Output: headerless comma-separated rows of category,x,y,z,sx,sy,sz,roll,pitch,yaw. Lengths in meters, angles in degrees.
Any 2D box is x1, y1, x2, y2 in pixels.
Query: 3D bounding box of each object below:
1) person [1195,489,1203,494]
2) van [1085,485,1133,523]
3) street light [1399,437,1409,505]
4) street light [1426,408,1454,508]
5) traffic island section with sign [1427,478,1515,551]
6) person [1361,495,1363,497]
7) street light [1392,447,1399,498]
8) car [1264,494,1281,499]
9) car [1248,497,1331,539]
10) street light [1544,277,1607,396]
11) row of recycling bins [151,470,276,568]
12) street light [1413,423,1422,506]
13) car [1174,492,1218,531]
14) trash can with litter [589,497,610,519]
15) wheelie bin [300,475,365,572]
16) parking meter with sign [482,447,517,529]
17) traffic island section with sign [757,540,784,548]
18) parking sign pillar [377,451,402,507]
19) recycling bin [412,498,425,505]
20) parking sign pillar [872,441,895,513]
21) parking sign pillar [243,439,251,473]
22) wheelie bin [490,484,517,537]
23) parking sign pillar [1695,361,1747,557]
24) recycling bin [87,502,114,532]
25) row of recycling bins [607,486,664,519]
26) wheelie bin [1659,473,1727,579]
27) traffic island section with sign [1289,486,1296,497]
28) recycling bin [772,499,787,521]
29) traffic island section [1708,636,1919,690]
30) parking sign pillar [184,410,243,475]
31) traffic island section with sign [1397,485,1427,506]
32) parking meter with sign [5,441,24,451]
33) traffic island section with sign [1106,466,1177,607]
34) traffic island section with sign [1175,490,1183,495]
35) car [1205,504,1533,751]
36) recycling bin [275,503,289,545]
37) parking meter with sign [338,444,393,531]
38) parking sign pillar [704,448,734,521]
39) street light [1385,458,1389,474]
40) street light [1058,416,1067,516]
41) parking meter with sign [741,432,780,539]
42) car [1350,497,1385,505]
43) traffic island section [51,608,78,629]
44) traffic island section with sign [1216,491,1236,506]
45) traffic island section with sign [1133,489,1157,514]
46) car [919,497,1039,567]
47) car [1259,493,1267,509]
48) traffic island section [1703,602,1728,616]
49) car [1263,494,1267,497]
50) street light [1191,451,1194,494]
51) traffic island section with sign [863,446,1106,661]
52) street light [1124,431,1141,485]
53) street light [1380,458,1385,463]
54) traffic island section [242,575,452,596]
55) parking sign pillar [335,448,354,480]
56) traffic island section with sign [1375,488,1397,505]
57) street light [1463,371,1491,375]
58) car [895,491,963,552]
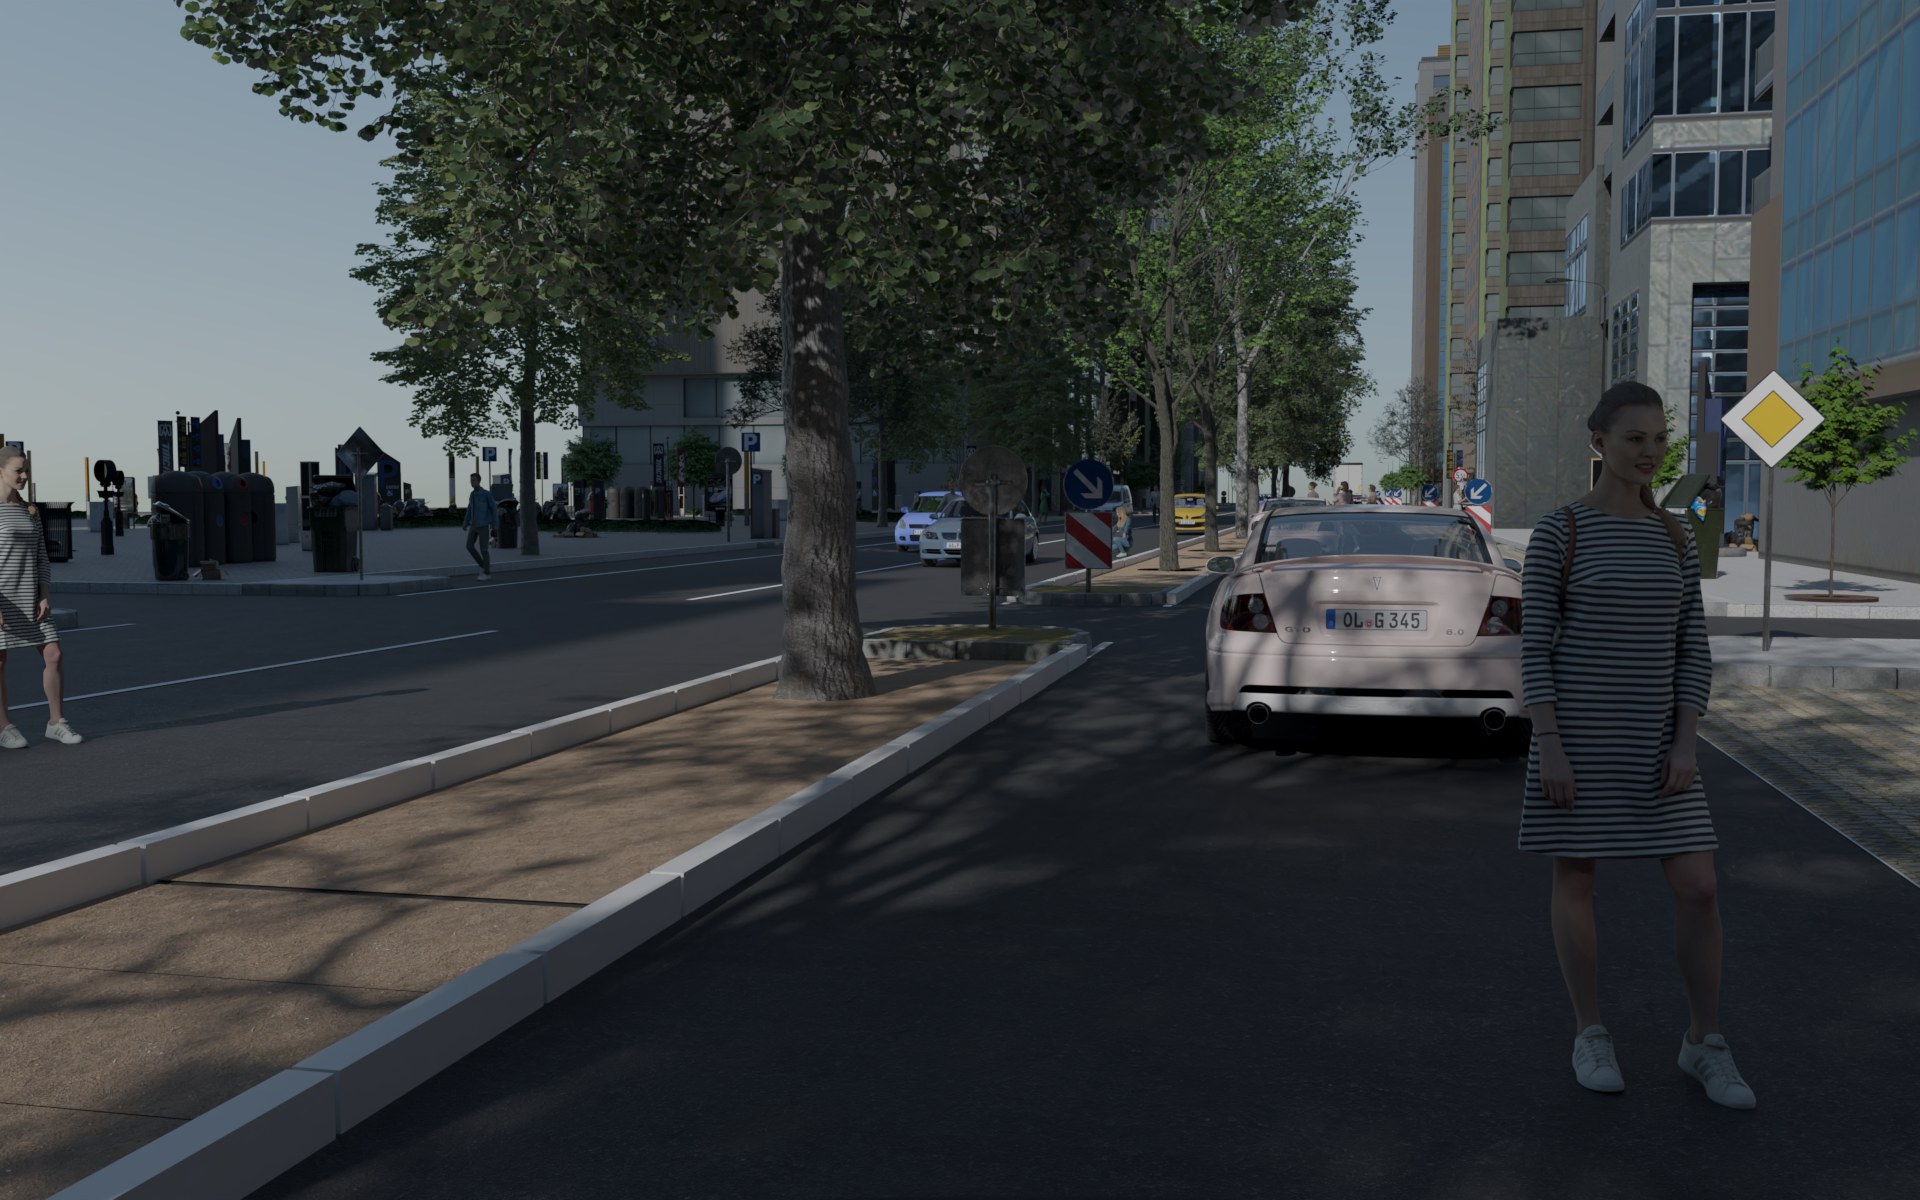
person,15.003,-6.091,108.894,0.742,1.727,0.445,3,4,36
van,6.592,-4.248,76.466,2.013,2.044,4.112,1,4,13
street light,36.717,-10.297,140.897,1.470,5.913,1.316,1,4,13
street light,26.076,-7.412,93.719,1.470,5.913,1.316,1,4,13
traffic island section with sign,13.023,-2.169,44.084,1.989,1.847,2.006,1,4,13
person,56.991,-14.517,246.648,0.742,1.727,0.445,-1,4,-19
street light,43.081,-12.028,169.203,1.470,5.913,1.316,1,4,13
car,25.043,-7.733,138.440,2.014,1.417,4.499,1,4,12
car,7.064,-1.457,36.188,2.083,1.381,4.827,1,4,14
street light,13.194,-3.949,37.106,1.470,5.913,1.316,1,4,13
row of recycling bins,-13.649,-1.502,31.671,1.069,1.692,3.534,0,4,4
street light,30.295,-8.586,112.924,1.470,5.913,1.316,1,4,13
car,8.202,-3.147,61.677,2.015,1.641,3.980,1,4,11
trash can with litter,-17.412,-4.396,83.266,1.055,1.170,0.624,-3,5,-45
wheelie bin,-10.292,-1.262,28.546,0.980,1.594,0.693,0,4,2
parking meter with sign,-16.727,-4.091,63.151,0.543,3.016,1.738,-3,5,-43
traffic island section with sign,-4.230,-2.334,46.796,1.989,1.847,2.006,1,4,13
parking sign pillar,-32.725,-6.779,99.315,1.447,3.967,1.447,-1,4,-20
recycling bin,-31.918,-5.459,101.815,0.722,1.027,0.722,0,4,6
parking sign pillar,-3.845,-6.029,87.048,1.447,3.967,1.447,3,5,40
parking sign pillar,-25.684,-4.483,61.765,1.447,3.967,1.447,-3,4,-36
wheelie bin,-13.706,-2.685,51.807,0.980,1.594,0.693,0,4,-3
parking sign pillar,15.518,-2.893,35.778,1.447,3.967,1.447,2,4,31
recycling bin,-29.023,-2.808,58.459,0.722,1.027,0.722,-2,4,-34
row of recycling bins,-17.005,-5.131,91.002,3.534,1.692,1.069,1,4,21
wheelie bin,11.185,-1.129,26.361,0.693,1.594,0.980,0,4,-7
traffic island section with sign,18.305,-5.398,96.390,2.006,1.907,1.989,1,4,13
recycling bin,-8.685,-4.316,83.116,0.722,1.027,0.722,3,5,42
traffic island section,6.606,0.496,14.164,2.009,0.180,2.903,1,4,13
parking sign pillar,-24.369,-4.124,55.902,1.447,3.967,1.447,1,4,18
traffic island section with sign,18.939,-3.777,70.384,1.989,1.847,2.006,1,4,13
parking meter with sign,-30.942,-3.662,56.129,0.543,3.016,1.738,0,4,-7
traffic island section with sign,1.809,-0.914,23.078,2.006,1.907,1.989,1,4,13
traffic island section with sign,18.919,-8.623,149.609,1.989,1.847,2.006,1,4,13
car,2.600,0.073,11.162,2.083,1.381,4.827,1,4,12
recycling bin,-17.447,-1.913,43.838,0.722,1.027,0.722,-2,4,-31
parking meter with sign,-20.828,-3.944,60.740,1.738,3.016,0.543,0,4,-3
parking sign pillar,-11.593,-5.793,83.180,1.447,3.967,1.447,0,4,6
street light,48.419,-13.486,193.032,1.470,5.913,1.316,1,4,13
street light,6.387,-7.834,100.627,1.470,5.913,1.316,1,4,13
parking meter with sign,-5.694,-3.278,49.862,0.543,3.016,1.738,1,4,16
car,15.452,-3.275,66.134,1.945,1.354,3.894,1,4,11
traffic island section,-10.703,0.259,18.051,2.009,0.180,2.903,1,4,13
traffic island section with sign,31.038,-11.914,203.427,1.989,1.847,2.006,1,4,13
traffic island section with sign,12.921,-6.992,122.948,1.989,1.847,2.006,1,4,13
car,0.468,-1.430,35.389,2.014,1.417,4.499,1,4,13
car,20.482,-6.803,120.816,1.945,1.707,3.694,1,4,14
traffic island section,8.360,0.020,21.955,2.009,0.180,2.903,1,4,13
car,38.655,-12.980,221.813,1.945,1.707,3.694,1,4,12
street light,24.946,-12.851,182.650,1.470,5.913,1.316,1,4,13
traffic island section with sign,0.173,-0.472,15.853,2.006,1.907,1.989,1,4,13
street light,12.756,-9.546,128.611,1.470,5.913,1.316,1,4,13
street light,54.785,-15.235,221.628,1.470,5.913,1.316,1,4,13
traffic island section,-8.949,-0.218,25.842,2.009,0.180,2.903,1,4,13
parking sign pillar,-35.839,-6.876,100.897,1.447,3.967,1.447,1,4,12
traffic island section with sign,35.837,-8.367,145.434,1.989,1.847,2.006,1,4,13
street light,19.691,-5.680,65.408,1.470,5.913,1.316,1,4,13
car,-0.452,-2.106,44.016,1.945,1.707,3.694,1,4,14
